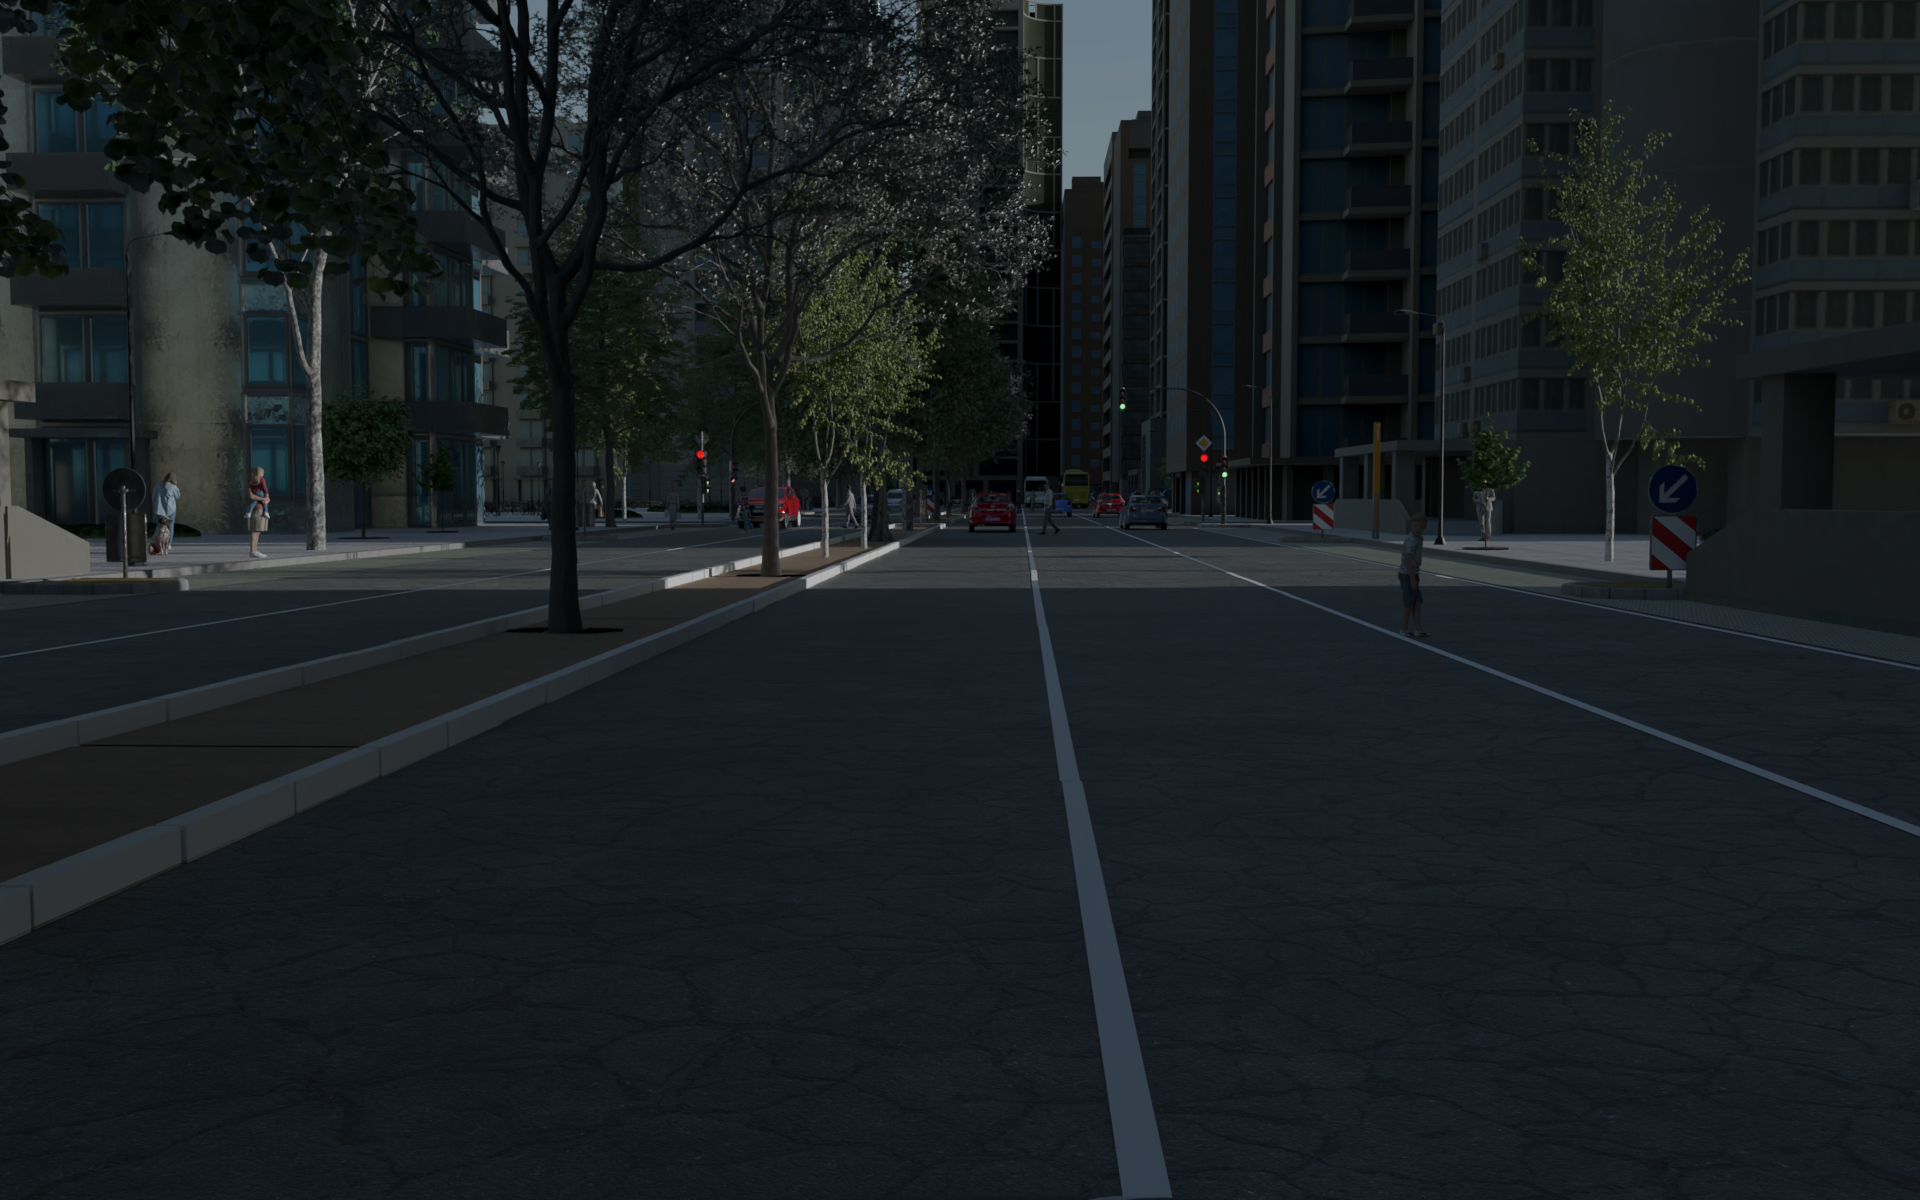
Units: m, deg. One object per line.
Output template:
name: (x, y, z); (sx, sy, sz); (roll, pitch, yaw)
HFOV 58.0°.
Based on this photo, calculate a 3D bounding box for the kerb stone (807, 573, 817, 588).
kerb stone: (-2.368, -0.273, 26.683); (0.120, 0.150, 1.000); (0, 4, 2)

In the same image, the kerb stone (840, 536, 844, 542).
kerb stone: (-3.630, -1.779, 51.283); (0.120, 0.150, 1.000); (0, 4, 2)

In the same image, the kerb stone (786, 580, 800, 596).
kerb stone: (-2.442, -0.149, 24.639); (0.120, 0.150, 1.000); (0, 4, 2)

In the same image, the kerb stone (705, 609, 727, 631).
kerb stone: (-2.655, 0.227, 18.486); (0.120, 0.150, 1.000); (0, 4, 2)

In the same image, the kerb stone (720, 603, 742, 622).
kerb stone: (-2.625, 0.164, 19.513); (0.120, 0.150, 1.000); (0, 4, 2)

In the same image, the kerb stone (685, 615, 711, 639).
kerb stone: (-2.688, 0.292, 17.461); (0.120, 0.150, 1.000); (0, 4, 2)

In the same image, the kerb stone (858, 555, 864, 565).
kerb stone: (-2.093, -0.773, 34.882); (0.120, 0.150, 1.000); (0, 4, 2)

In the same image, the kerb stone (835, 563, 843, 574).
kerb stone: (-2.236, -0.525, 30.787); (0.120, 0.150, 1.000); (0, 4, 2)

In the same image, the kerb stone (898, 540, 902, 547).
kerb stone: (-1.704, -1.462, 46.134); (0.120, 0.150, 1.000); (0, 4, 2)

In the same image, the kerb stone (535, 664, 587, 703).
kerb stone: (-2.864, 0.602, 12.348); (0.120, 0.150, 1.000); (0, 4, 2)

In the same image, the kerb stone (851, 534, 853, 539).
kerb stone: (-3.532, -1.966, 54.347); (0.120, 0.150, 1.000); (0, 4, 2)

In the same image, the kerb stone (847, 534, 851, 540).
kerb stone: (-3.551, -1.904, 53.325); (0.120, 0.150, 1.000); (0, 4, 2)

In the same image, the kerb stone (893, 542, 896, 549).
kerb stone: (-1.781, -1.339, 44.092); (0.120, 0.150, 1.000); (0, 4, 2)

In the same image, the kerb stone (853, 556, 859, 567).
kerb stone: (-2.122, -0.713, 33.852); (0.120, 0.150, 1.000); (0, 4, 2)

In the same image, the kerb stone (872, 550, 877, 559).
kerb stone: (-1.984, -0.961, 37.947); (0.120, 0.150, 1.000); (0, 4, 2)

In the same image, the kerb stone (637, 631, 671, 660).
kerb stone: (-2.759, 0.414, 15.419); (0.120, 0.150, 1.000); (0, 4, 2)

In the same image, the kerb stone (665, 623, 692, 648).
kerb stone: (-2.724, 0.357, 16.440); (0.120, 0.150, 1.000); (0, 4, 2)

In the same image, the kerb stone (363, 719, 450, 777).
kerb stone: (-2.971, 0.791, 9.270); (0.120, 0.150, 1.000); (0, 4, 2)

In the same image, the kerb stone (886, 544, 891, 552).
kerb stone: (-1.845, -1.214, 42.037); (0.120, 0.150, 1.000); (0, 4, 2)

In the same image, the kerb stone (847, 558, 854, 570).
kerb stone: (-2.161, -0.650, 32.831); (0.120, 0.150, 1.000); (0, 4, 2)

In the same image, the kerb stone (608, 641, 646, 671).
kerb stone: (-2.797, 0.477, 14.395); (0.120, 0.150, 1.000); (0, 4, 2)

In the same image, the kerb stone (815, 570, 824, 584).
kerb stone: (-2.339, -0.337, 27.709); (0.120, 0.150, 1.000); (0, 4, 2)

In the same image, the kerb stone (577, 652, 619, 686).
kerb stone: (-2.830, 0.540, 13.370); (0.120, 0.150, 1.000); (0, 4, 2)

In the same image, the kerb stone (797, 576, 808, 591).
kerb stone: (-2.404, -0.212, 25.662); (0.120, 0.150, 1.000); (0, 4, 2)

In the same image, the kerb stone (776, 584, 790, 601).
kerb stone: (-2.476, -0.084, 23.618); (0.120, 0.150, 1.000); (0, 4, 2)

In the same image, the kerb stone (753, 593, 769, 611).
kerb stone: (-2.544, 0.044, 21.561); (0.120, 0.150, 1.000); (0, 4, 2)

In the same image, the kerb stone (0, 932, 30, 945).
kerb stone: (-3.117, 1.045, 5.167); (0.120, 0.150, 1.000); (0, 4, 2)

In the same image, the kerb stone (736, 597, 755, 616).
kerb stone: (-2.594, 0.104, 20.540); (0.120, 0.150, 1.000); (0, 4, 2)

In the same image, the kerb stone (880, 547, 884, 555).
kerb stone: (-1.910, -1.083, 39.994); (0.120, 0.150, 1.000); (0, 4, 2)

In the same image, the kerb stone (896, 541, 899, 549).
kerb stone: (-1.741, -1.402, 45.113); (0.120, 0.150, 1.000); (0, 4, 2)

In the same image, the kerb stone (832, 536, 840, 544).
kerb stone: (-3.662, -1.711, 50.262); (0.120, 0.150, 1.000); (0, 4, 2)

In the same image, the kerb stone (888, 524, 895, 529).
kerb stone: (-2.847, -3.157, 73.815); (0.120, 0.150, 1.000); (0, 4, 2)

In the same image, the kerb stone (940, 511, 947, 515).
kerb stone: (-1.136, -6.197, 123.565); (0.120, 0.150, 1.000); (0, 4, 2)

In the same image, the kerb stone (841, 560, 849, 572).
kerb stone: (-2.198, -0.588, 31.810); (0.120, 0.150, 1.000); (0, 4, 2)

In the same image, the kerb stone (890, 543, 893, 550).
kerb stone: (-1.814, -1.271, 43.065); (0.120, 0.150, 1.000); (0, 4, 2)

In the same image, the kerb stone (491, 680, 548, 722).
kerb stone: (-2.910, 0.668, 11.327); (0.120, 0.150, 1.000); (0, 4, 2)

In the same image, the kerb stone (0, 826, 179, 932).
kerb stone: (-3.087, 0.979, 6.194); (0.120, 0.150, 1.000); (0, 4, 2)

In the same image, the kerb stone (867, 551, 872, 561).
kerb stone: (-2.026, -0.901, 36.925); (0.120, 0.150, 1.000); (0, 4, 2)

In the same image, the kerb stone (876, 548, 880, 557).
kerb stone: (-1.953, -1.026, 38.971); (0.120, 0.150, 1.000); (0, 4, 2)

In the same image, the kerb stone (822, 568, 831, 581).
kerb stone: (-2.302, -0.400, 28.734); (0.120, 0.150, 1.000); (0, 4, 2)

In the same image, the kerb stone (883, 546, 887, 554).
kerb stone: (-1.879, -1.151, 41.015); (0.120, 0.150, 1.000); (0, 4, 2)

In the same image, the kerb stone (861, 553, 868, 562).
kerb stone: (-2.059, -0.832, 35.903); (0.120, 0.150, 1.000); (0, 4, 2)

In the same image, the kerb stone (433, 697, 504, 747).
kerb stone: (-2.935, 0.728, 10.301); (0.120, 0.150, 1.000); (0, 4, 2)

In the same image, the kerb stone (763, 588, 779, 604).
kerb stone: (-2.518, -0.020, 22.594); (0.120, 0.150, 1.000); (0, 4, 2)

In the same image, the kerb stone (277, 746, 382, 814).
kerb stone: (-3.012, 0.855, 8.249); (0.120, 0.150, 1.000); (0, 4, 2)

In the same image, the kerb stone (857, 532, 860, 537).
kerb stone: (-3.448, -2.088, 56.398); (0.120, 0.150, 1.000); (0, 4, 2)

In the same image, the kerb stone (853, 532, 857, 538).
kerb stone: (-3.491, -2.029, 55.377); (0.120, 0.150, 1.000); (0, 4, 2)

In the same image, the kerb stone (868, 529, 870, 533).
kerb stone: (-3.306, -2.342, 60.491); (0.120, 0.150, 1.000); (0, 4, 2)

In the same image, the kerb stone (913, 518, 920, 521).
kerb stone: (-2.263, -4.196, 90.795); (0.120, 0.150, 1.000); (0, 4, 2)

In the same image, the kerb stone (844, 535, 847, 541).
kerb stone: (-3.590, -1.842, 52.304); (0.120, 0.150, 1.000); (0, 4, 2)

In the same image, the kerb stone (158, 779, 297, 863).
kerb stone: (-3.044, 0.916, 7.223); (0.120, 0.150, 1.000); (0, 4, 2)

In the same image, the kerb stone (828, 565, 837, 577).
kerb stone: (-2.268, -0.461, 29.766); (0.120, 0.150, 1.000); (0, 4, 2)

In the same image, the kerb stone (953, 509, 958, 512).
kerb stone: (-0.430, -7.451, 144.058); (0.120, 0.150, 1.000); (0, 4, 2)
